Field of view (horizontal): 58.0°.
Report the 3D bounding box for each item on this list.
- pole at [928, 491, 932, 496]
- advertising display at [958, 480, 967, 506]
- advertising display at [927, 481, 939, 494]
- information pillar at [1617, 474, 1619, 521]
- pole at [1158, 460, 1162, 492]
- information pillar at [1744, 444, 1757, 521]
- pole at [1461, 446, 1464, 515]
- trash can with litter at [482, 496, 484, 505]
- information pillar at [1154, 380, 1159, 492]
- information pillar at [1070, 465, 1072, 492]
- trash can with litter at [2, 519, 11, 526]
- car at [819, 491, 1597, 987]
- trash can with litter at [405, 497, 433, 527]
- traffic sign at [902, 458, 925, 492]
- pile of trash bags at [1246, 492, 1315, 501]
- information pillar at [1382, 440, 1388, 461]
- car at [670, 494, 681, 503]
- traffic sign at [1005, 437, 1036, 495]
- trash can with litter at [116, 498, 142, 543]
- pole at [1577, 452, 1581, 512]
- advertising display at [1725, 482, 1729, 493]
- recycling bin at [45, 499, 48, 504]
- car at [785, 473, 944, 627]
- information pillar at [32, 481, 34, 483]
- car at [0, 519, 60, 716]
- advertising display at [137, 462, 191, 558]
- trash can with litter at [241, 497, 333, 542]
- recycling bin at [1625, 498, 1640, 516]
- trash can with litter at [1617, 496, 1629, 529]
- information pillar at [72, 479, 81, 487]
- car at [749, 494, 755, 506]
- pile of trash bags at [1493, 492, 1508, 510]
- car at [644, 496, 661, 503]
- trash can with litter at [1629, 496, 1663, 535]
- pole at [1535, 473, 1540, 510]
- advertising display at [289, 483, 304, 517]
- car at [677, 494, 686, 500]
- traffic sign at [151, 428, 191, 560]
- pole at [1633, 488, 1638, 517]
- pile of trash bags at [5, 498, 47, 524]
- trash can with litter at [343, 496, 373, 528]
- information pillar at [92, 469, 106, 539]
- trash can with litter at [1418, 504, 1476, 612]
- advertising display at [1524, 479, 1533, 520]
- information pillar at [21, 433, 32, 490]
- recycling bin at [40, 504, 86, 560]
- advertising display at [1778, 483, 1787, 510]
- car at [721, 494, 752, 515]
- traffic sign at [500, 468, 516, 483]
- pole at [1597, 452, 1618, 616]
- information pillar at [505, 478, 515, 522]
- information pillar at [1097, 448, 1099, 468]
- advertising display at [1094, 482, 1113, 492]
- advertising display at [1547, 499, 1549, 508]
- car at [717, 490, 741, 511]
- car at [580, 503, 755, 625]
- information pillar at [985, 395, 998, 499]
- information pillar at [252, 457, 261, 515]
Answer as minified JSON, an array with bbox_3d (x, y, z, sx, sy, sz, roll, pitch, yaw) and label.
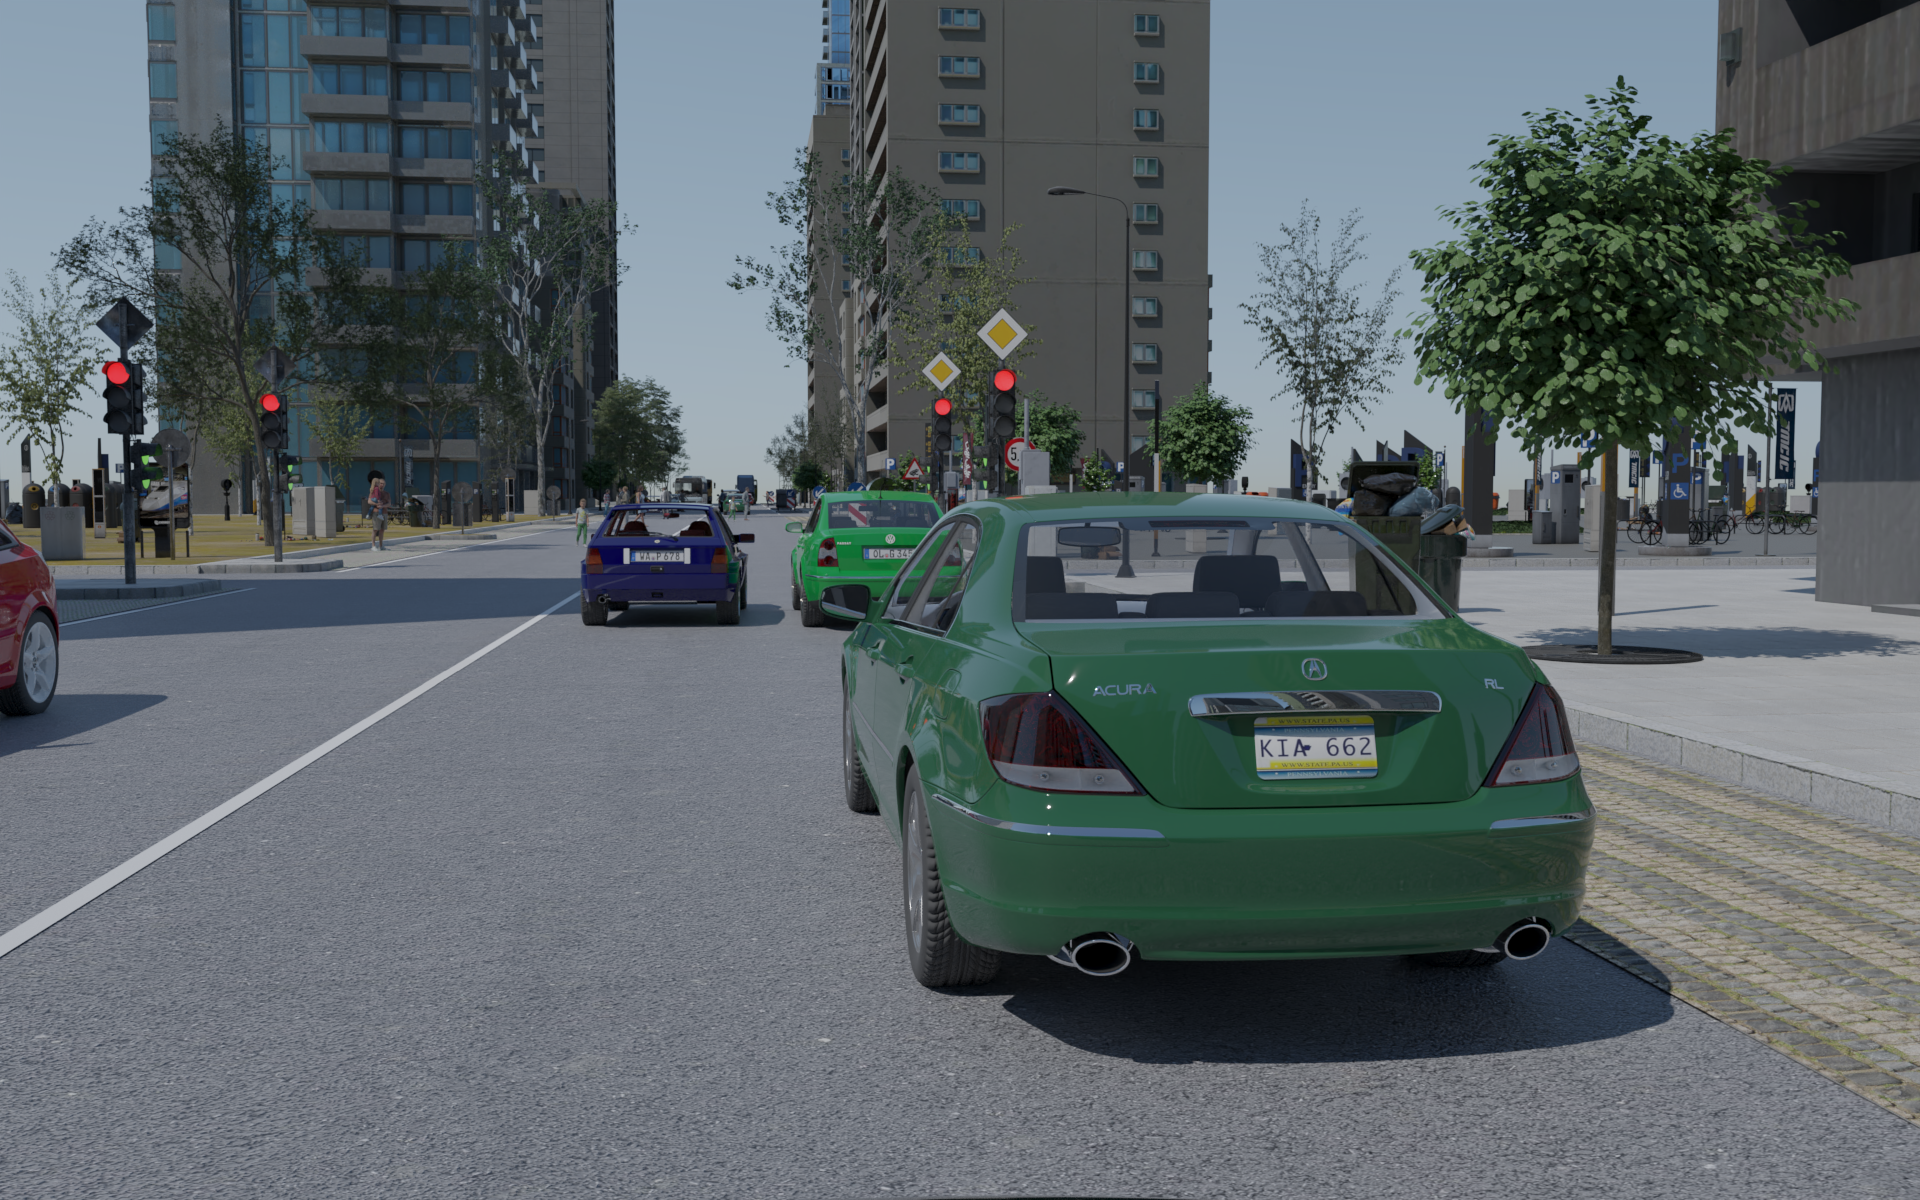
[{"bbox_3d":[-1.021,-4.063,60.273,0.158,3.312,0.155,0,3,0],"label":"pole"},{"bbox_3d":[-0.138,-4.364,76.567,0.974,1.923,0.123,2,4,30],"label":"advertising display"},{"bbox_3d":[-1.232,-4.942,86.009,0.974,1.923,0.123,-3,4,-37],"label":"advertising display"},{"bbox_3d":[24.290,-3.667,64.452,0.304,2.012,0.304,0,4,4],"label":"information pillar"},{"bbox_3d":[7.195,-4.208,62.646,0.158,3.312,0.155,0,3,0],"label":"pole"},{"bbox_3d":[37.038,-5.488,81.079,0.183,3.616,0.504,-2,4,-26],"label":"information pillar"},{"bbox_3d":[21.320,-4.860,73.310,0.158,3.312,0.155,0,3,0],"label":"pole"},{"bbox_3d":[-29.048,-5.761,105.257,1.678,1.210,2.233,-3,5,-45],"label":"trash can with litter"},{"bbox_3d":[4.027,-2.699,35.491,0.183,3.616,0.504,0,4,6],"label":"information pillar"},{"bbox_3d":[4.709,-5.020,73.430,0.183,3.616,0.504,0,4,1],"label":"information pillar"},{"bbox_3d":[-38.477,-3.529,69.085,1.055,1.170,0.624,-1,4,-22],"label":"trash can with litter"},{"bbox_3d":[0.567,0.320,6.565,2.131,1.459,4.920,0,4,-8],"label":"car"},{"bbox_3d":[-20.852,-3.395,66.900,0.624,1.170,1.055,2,4,32],"label":"trash can with litter"},{"bbox_3d":[-1.612,-3.772,61.677,0.884,2.594,0.081,0,4,1],"label":"traffic sign"},{"bbox_3d":[13.342,-3.749,71.053,1.912,1.369,3.447,-2,4,-32],"label":"pile of trash bags"},{"bbox_3d":[18.469,-5.135,75.317,0.183,3.616,0.504,2,4,34],"label":"information pillar"},{"bbox_3d":[-23.844,-7.975,142.189,2.131,1.459,4.920,0,4,-6],"label":"car"},{"bbox_3d":[1.345,-2.375,38.935,0.768,2.556,0.104,0,4,2],"label":"traffic sign"},{"bbox_3d":[-21.761,-2.086,45.488,0.624,1.170,1.055,-1,4,-12],"label":"trash can with litter"},{"bbox_3d":[30.043,-5.520,84.091,0.158,3.312,0.155,0,3,0],"label":"pole"},{"bbox_3d":[41.568,-5.401,93.518,0.974,1.923,0.123,-3,5,-43],"label":"advertising display"},{"bbox_3d":[-48.040,-4.793,90.927,0.722,1.027,0.722,1,4,13],"label":"recycling bin"},{"bbox_3d":[-1.025,-0.694,20.136,1.959,1.807,4.718,0,4,-8],"label":"car"},{"bbox_3d":[-50.905,-5.534,94.971,0.304,2.012,0.304,-2,4,-29],"label":"information pillar"},{"bbox_3d":[-6.681,-0.042,9.721,2.155,1.783,4.494,0,4,-7],"label":"car"},{"bbox_3d":[-16.007,-1.812,34.833,0.974,1.923,0.123,-1,4,-15],"label":"advertising display"},{"bbox_3d":[-18.477,-2.239,47.662,2.233,1.210,1.678,0,4,-6],"label":"trash can with litter"},{"bbox_3d":[39.168,-5.408,100.969,0.722,1.027,0.722,-3,5,-44],"label":"recycling bin"},{"bbox_3d":[23.281,-3.117,62.019,2.233,1.210,1.678,0,4,5],"label":"trash can with litter"},{"bbox_3d":[-43.548,-4.949,85.409,0.304,2.012,0.304,0,4,-8],"label":"information pillar"},{"bbox_3d":[-26.296,-12.466,212.851,2.155,1.783,4.494,0,4,-7],"label":"car"},{"bbox_3d":[29.250,-4.968,90.983,1.912,1.369,3.447,-3,5,-39],"label":"pile of trash bags"},{"bbox_3d":[-20.008,-6.150,113.138,1.945,1.354,3.894,-1,4,-8],"label":"car"},{"bbox_3d":[22.507,-2.698,55.176,1.678,1.210,2.233,2,4,32],"label":"trash can with litter"},{"bbox_3d":[23.937,-4.772,71.862,0.158,3.312,0.155,0,3,0],"label":"pole"},{"bbox_3d":[-37.757,-5.712,98.605,0.123,1.923,0.974,2,4,26],"label":"advertising display"},{"bbox_3d":[-24.457,-8.314,147.728,2.131,1.459,4.920,-1,4,-9],"label":"car"},{"bbox_3d":[-15.279,-2.045,33.546,0.768,2.556,0.104,0,4,-3],"label":"traffic sign"},{"bbox_3d":[34.891,-5.842,89.360,0.158,3.312,0.155,0,3,0],"label":"pole"},{"bbox_3d":[-39.990,-3.920,73.838,1.912,1.369,3.447,2,4,24],"label":"pile of trash bags"},{"bbox_3d":[-22.909,-3.362,66.031,2.233,1.210,1.678,0,4,-2],"label":"trash can with litter"},{"bbox_3d":[-24.848,-2.783,49.996,0.304,2.012,0.304,-1,4,-22],"label":"information pillar"},{"bbox_3d":[4.939,-0.441,18.601,1.055,1.170,0.624,-1,4,-11],"label":"trash can with litter"},{"bbox_3d":[24.254,-4.177,73.514,0.974,1.923,0.123,-3,5,-41],"label":"advertising display"},{"bbox_3d":[-36.068,-4.624,66.953,0.504,3.616,0.183,2,4,26],"label":"information pillar"},{"bbox_3d":[-17.555,-1.306,33.909,0.722,1.027,0.722,-1,4,-22],"label":"recycling bin"},{"bbox_3d":[48.313,-5.906,101.776,0.974,1.923,0.123,-3,5,-40],"label":"advertising display"},{"bbox_3d":[-15.372,-6.566,119.150,2.131,1.459,4.920,0,4,-8],"label":"car"},{"bbox_3d":[-21.782,-5.100,83.499,0.768,2.556,0.104,0,4,-3],"label":"traffic sign"},{"bbox_3d":[6.818,-1.489,18.181,0.158,3.312,0.155,0,3,0],"label":"pole"},{"bbox_3d":[-20.845,-4.633,80.242,0.304,2.012,0.304,-2,4,-35],"label":"information pillar"},{"bbox_3d":[6.965,-5.879,87.476,0.183,3.616,0.504,1,4,8],"label":"information pillar"},{"bbox_3d":[6.382,-4.451,77.988,0.974,1.923,0.123,-1,4,-12],"label":"advertising display"},{"bbox_3d":[28.485,-4.890,85.166,0.974,1.923,0.123,-1,4,-13],"label":"advertising display"},{"bbox_3d":[-19.354,-8.403,146.056,2.281,1.827,5.304,-1,4,-9],"label":"car"},{"bbox_3d":[-3.393,-0.472,20.290,1.945,1.354,3.894,0,4,-5],"label":"car"},{"bbox_3d":[0.788,-3.035,40.977,0.504,3.616,0.183,-3,5,-39],"label":"information pillar"},{"bbox_3d":[-42.389,-6.915,104.408,0.504,3.616,0.183,-3,5,-40],"label":"information pillar"}]
